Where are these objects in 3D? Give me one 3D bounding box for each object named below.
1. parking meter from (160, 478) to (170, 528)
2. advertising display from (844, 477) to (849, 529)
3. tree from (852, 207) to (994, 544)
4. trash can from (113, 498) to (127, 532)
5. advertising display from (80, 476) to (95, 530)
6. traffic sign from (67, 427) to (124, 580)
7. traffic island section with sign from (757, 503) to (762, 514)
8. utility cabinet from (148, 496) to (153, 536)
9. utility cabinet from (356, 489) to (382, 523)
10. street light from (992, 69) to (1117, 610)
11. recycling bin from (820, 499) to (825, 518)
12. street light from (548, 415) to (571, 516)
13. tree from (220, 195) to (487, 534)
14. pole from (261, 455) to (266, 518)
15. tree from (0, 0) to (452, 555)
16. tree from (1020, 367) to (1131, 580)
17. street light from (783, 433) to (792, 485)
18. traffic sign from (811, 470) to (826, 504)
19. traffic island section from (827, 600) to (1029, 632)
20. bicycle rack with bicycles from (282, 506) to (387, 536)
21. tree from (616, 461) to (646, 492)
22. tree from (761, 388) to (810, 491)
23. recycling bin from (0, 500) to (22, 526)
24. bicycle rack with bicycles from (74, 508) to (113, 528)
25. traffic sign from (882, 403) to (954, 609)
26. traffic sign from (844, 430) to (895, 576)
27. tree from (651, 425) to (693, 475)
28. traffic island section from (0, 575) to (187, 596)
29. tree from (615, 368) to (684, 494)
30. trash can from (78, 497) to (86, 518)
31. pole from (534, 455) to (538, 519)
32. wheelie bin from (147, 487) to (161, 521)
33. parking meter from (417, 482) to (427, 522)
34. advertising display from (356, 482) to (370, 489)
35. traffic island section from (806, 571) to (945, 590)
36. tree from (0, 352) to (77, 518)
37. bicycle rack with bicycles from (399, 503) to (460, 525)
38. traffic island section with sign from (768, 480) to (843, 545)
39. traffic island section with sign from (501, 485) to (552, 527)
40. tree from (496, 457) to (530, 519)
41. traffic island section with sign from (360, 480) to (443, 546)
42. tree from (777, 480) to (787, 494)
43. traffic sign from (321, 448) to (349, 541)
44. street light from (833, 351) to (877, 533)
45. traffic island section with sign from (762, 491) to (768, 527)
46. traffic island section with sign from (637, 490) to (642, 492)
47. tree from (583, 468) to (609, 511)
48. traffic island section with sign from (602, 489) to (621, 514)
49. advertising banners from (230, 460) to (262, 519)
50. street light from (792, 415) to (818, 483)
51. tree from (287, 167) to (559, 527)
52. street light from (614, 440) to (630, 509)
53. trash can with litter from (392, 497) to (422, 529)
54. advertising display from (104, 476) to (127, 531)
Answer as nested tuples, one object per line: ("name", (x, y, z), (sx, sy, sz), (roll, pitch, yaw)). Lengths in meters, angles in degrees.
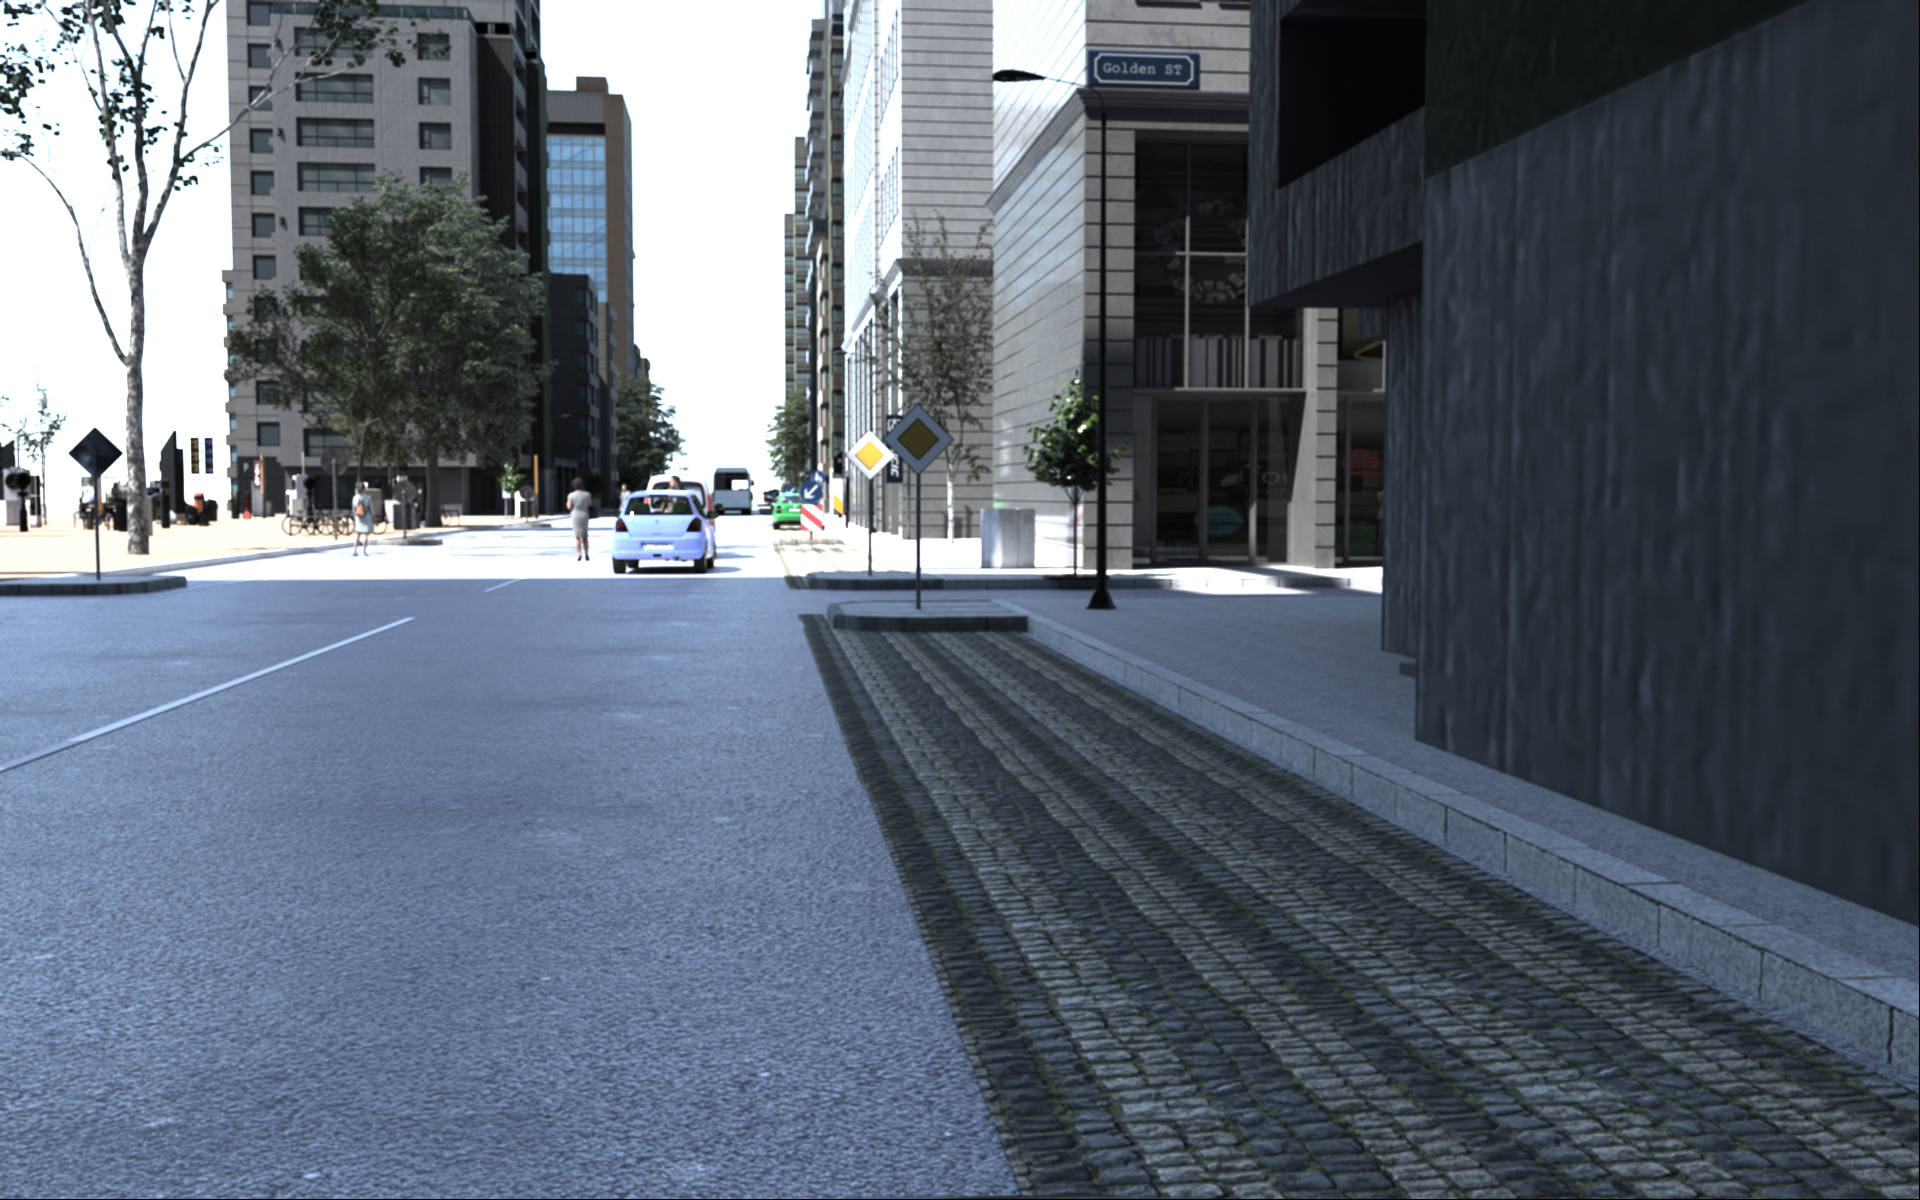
("parking meter", (-29.690, -3.607, 64.691), (0.255, 1.863, 0.399), (-2, 4, -35))
("advertising display", (-4.223, -3.630, 64.557), (0.123, 1.923, 0.974), (0, 4, -8))
("tree", (-0.368, -5.725, 43.972), (4.360, 8.622, 3.978), (0, 3, 0))
("trash can", (-28.411, -2.893, 58.959), (0.748, 1.137, 0.748), (0, 3, 0))
("advertising display", (-31.128, -3.468, 61.923), (0.974, 1.923, 0.123), (3, 4, 37))
("traffic sign", (-12.882, -1.358, 25.843), (0.795, 2.450, 0.064), (0, 4, -7))
("traffic island section with sign", (-13.556, -7.180, 126.020), (1.989, 1.847, 2.006), (0, 4, -7))
("utility cabinet", (-24.959, -2.552, 52.892), (0.306, 1.237, 1.020), (-3, 5, -40))
("utility cabinet", (-25.379, -4.020, 74.400), (0.318, 1.500, 1.173), (2, 4, 29))
("street light", (1.046, -2.852, 19.177), (1.470, 5.913, 1.316), (0, 4, -7))
("recycling bin", (-7.763, -5.027, 94.742), (0.722, 1.027, 0.722), (0, 4, -6))
("street light", (-23.532, -7.902, 101.739), (1.470, 5.913, 1.316), (0, 4, -7))
("tree", (-19.220, -7.370, 54.906), (8.767, 10.594, 7.601), (-1, 4, -11))
("pole", (-36.577, -5.939, 90.941), (0.158, 3.312, 0.155), (0, 3, 0))
("tree", (-17.514, -11.105, 37.464), (12.611, 20.169, 13.585), (0, 3, 0))
("tree", (1.871, -1.942, 26.350), (1.663, 3.219, 1.824), (0, 3, 0))
("street light", (-12.427, -9.707, 131.257), (1.470, 5.913, 1.316), (0, 4, -7))
("traffic sign", (-7.558, -5.663, 92.694), (0.768, 2.556, 0.104), (0, 4, 1))
("traffic island section", (-0.445, 0.180, 19.342), (2.009, 0.180, 2.903), (0, 4, -7))
("bicycle rack with bicycles", (-19.522, -2.449, 53.426), (2.925, 0.926, 2.852), (0, 4, 3))
("tree", (-32.191, -11.272, 168.004), (4.285, 4.588, 4.351), (0, 3, 0))
("tree", (-17.689, -16.353, 185.504), (7.486, 12.596, 7.792), (0, 3, 0))
("recycling bin", (-38.342, -3.511, 69.953), (0.722, 1.027, 0.722), (3, 4, 37))
("bicycle rack with bicycles", (-32.221, -3.229, 66.168), (2.852, 0.926, 2.925), (1, 4, 11))
("traffic sign", (-0.467, -0.955, 19.263), (0.795, 2.450, 0.064), (0, 4, -7))
("traffic sign", (-1.417, -1.440, 27.191), (0.795, 2.450, 0.064), (0, 4, -7))
("tree", (-43.718, -20.370, 258.810), (9.928, 11.665, 9.643), (0, 3, 0))
("traffic island section", (-12.905, -0.221, 25.902), (2.009, 0.180, 2.903), (0, 4, -7))
("tree", (-33.059, -16.434, 175.353), (9.857, 13.997, 8.962), (0, 3, 0))
("trash can", (-44.568, -4.687, 88.282), (0.748, 1.137, 0.748), (0, 3, 0))
("pole", (-22.114, -5.905, 90.385), (0.158, 3.312, 0.155), (0, 3, 0))
("wheelie bin", (-37.920, -4.491, 81.330), (0.980, 1.594, 0.693), (0, 3, 0))
("parking meter", (-25.093, -4.590, 80.756), (0.399, 1.863, 0.255), (2, 4, 24))
("advertising display", (-31.328, -5.241, 90.897), (0.974, 1.923, 0.123), (2, 4, 33))
("traffic island section", (-1.395, -0.305, 27.271), (2.009, 0.180, 2.903), (0, 4, -7))
("tree", (-49.580, -8.730, 93.093), (4.360, 8.622, 3.978), (0, 3, 0))
("bicycle rack with bicycles", (-22.125, -3.539, 71.252), (2.852, 0.926, 2.925), (2, 4, 26))
("traffic island section with sign", (-4.367, -2.488, 49.307), (1.989, 1.847, 2.006), (0, 4, -7))
("traffic island section with sign", (-18.848, -4.084, 75.409), (1.989, 1.847, 2.006), (0, 4, -7))
("tree", (-23.256, -5.831, 89.937), (1.663, 3.219, 1.824), (0, 3, 0))
("traffic island section with sign", (-15.637, -2.448, 48.645), (1.989, 1.847, 2.006), (0, 4, -7))
("tree", (-22.456, -13.762, 219.614), (1.663, 3.219, 1.824), (0, 3, 0))
("traffic sign", (-17.222, -2.913, 47.732), (0.768, 2.556, 0.104), (0, 4, -2))
("street light", (-3.406, -5.129, 56.396), (1.470, 5.913, 1.316), (0, 4, -7))
("traffic island section with sign", (-7.577, -4.125, 76.071), (1.989, 1.847, 2.006), (0, 4, -7))
("traffic island section with sign", (-28.022, -8.770, 152.010), (1.989, 1.847, 2.006), (0, 4, -7))
("tree", (-27.649, -8.441, 132.617), (1.663, 3.219, 1.824), (0, 3, 0))
("traffic island section with sign", (-24.792, -7.121, 125.057), (1.989, 1.847, 2.006), (0, 4, -7))
("advertising banners", (-36.400, -5.635, 88.320), (2.074, 3.025, 0.090), (1, 4, 20))
("street light", (-8.962, -7.914, 101.936), (1.470, 5.913, 1.316), (0, 4, -7))
("tree", (-20.472, -9.782, 66.583), (9.857, 13.997, 8.962), (0, 3, 0))
("street light", (-28.873, -10.715, 147.736), (1.470, 5.913, 1.316), (0, 4, -7))
("trash can with litter", (-20.273, -3.184, 63.441), (1.055, 1.170, 0.624), (0, 4, 2))
("advertising display", (-29.455, -3.387, 60.597), (0.974, 1.923, 0.123), (1, 4, 12))
